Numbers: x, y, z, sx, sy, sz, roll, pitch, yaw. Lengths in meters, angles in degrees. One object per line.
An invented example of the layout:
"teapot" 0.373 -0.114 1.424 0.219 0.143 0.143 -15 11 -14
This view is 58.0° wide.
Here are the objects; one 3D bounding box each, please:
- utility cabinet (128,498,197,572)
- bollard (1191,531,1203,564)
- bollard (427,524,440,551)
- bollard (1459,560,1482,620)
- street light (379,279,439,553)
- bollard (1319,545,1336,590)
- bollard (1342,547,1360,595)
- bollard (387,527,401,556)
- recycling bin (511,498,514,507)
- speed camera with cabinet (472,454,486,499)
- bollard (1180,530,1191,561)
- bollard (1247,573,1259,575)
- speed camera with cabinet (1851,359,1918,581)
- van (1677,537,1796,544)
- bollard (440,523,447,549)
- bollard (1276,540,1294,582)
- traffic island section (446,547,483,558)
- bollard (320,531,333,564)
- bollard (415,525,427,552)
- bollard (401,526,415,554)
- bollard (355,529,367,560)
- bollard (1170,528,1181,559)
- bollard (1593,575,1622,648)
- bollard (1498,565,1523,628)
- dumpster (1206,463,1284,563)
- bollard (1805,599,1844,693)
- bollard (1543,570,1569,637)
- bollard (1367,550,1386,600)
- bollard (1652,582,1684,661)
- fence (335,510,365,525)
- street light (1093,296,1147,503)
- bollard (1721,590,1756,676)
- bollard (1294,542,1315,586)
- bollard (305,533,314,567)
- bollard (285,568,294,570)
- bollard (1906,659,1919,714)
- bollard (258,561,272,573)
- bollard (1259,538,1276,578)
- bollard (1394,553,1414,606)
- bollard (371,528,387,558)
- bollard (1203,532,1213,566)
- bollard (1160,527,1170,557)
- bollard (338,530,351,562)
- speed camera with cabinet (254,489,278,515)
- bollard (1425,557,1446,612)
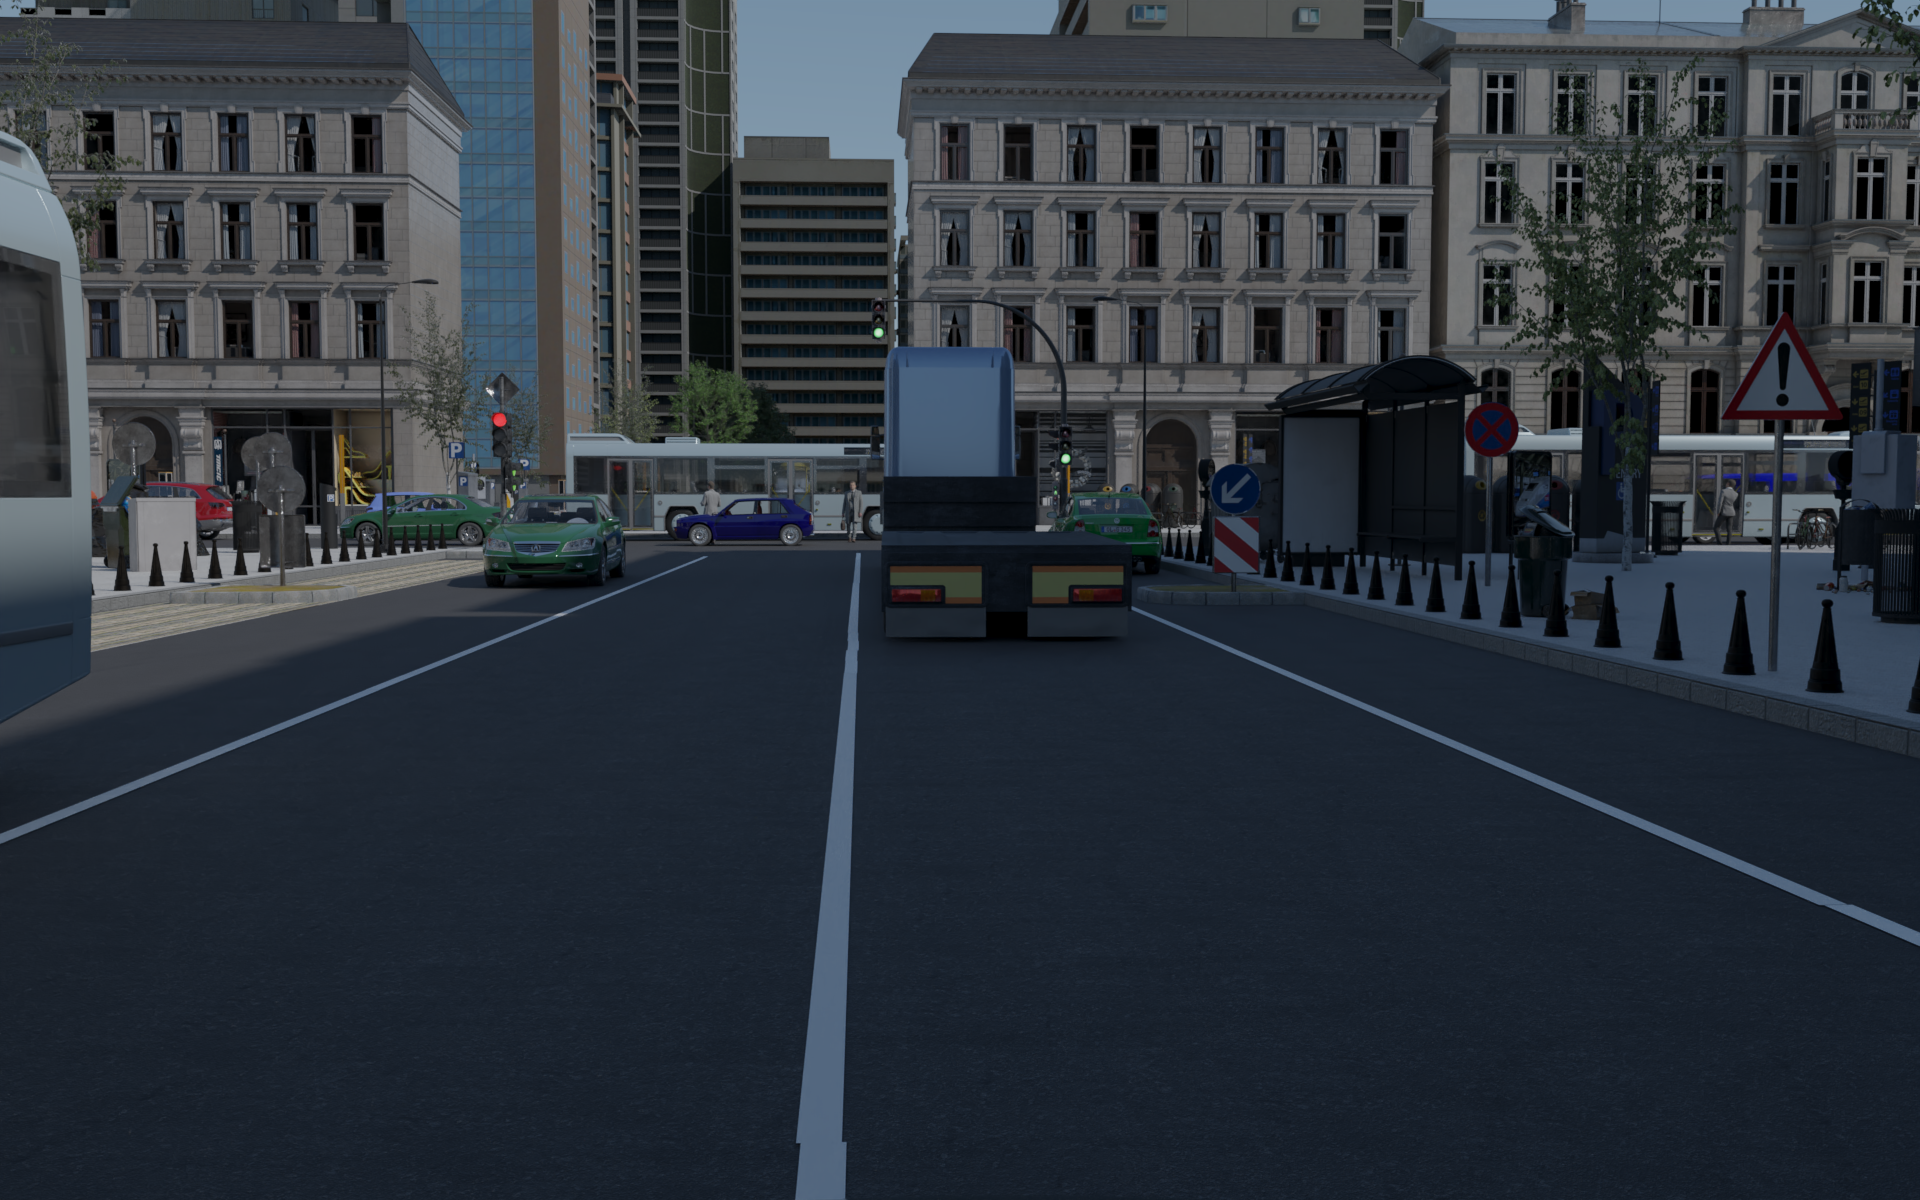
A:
"utility cabinet" -13.319 -1.087 28.936 0.306 1.237 1.020 3 4 38
"bollard" 4.450 -0.976 32.000 0.229 0.601 0.229 0 3 0
"bollard" -12.034 -1.427 39.374 0.229 0.601 0.229 0 3 0
"bollard" 5.249 -0.106 17.777 0.229 0.601 0.229 0 3 0
"street light" -11.929 -3.969 37.441 1.470 5.913 1.316 0 4 -3
"bollard" 4.942 -0.441 23.257 0.229 0.601 0.229 0 3 0
"bollard" 5.004 -0.373 22.147 0.229 0.601 0.229 0 3 0
"bollard" -11.850 -1.227 36.096 0.229 0.601 0.229 0 3 0
"recycling bin" -31.433 -6.614 120.691 0.722 1.027 0.722 3 4 39
"speed camera with cabinet" -24.112 -5.515 84.510 0.660 3.252 2.038 2 4 32
"bollard" 4.388 -1.043 33.097 0.229 0.601 0.229 0 3 0
"bollard" 4.690 -0.710 27.650 0.229 0.601 0.229 0 3 0
"speed camera with cabinet" 13.996 -1.872 24.947 0.660 3.252 2.038 -2 4 -33
"van" 23.124 -2.828 50.622 5.245 2.365 2.240 0 4 -2
"bollard" -12.095 -1.494 40.463 0.229 0.601 0.229 0 3 0
"bollard" 4.819 -0.575 25.442 0.229 0.601 0.229 0 3 0
"traffic island section" -10.572 -1.090 40.109 2.009 0.180 2.903 0 4 -3
"bollard" -11.603 -0.958 31.708 0.229 0.601 0.229 0 3 0
"bollard" -11.978 -1.361 38.287 0.229 0.601 0.229 0 3 0
"bollard" -11.911 -1.293 37.188 0.229 0.601 0.229 0 3 0
"bollard" -11.725 -1.092 33.902 0.229 0.601 0.229 0 3 0
"bollard" 4.322 -1.110 34.189 0.229 0.601 0.229 0 3 0
"bollard" 5.435 0.093 14.515 0.229 0.601 0.229 0 3 0
"bollard" 5.312 -0.040 16.690 0.229 0.601 0.229 0 3 0
"dumpster" 5.445 -1.652 32.772 1.264 1.857 1.865 0 4 -3
"bollard" 5.620 0.294 11.238 0.229 0.601 0.229 0 3 0
"bollard" 5.376 0.027 15.602 0.229 0.601 0.229 0 3 0
"bollard" 5.063 -0.307 21.060 0.229 0.601 0.229 0 3 0
"bollard" 5.495 0.160 13.423 0.229 0.601 0.229 0 3 0
"fence" -22.162 -2.938 63.414 2.069 0.683 0.278 -2 4 -25
"street light" 3.808 -4.174 40.786 1.470 5.913 1.316 0 4 -3
"bollard" 5.555 0.227 12.335 0.229 0.601 0.229 0 3 0
"bollard" 4.881 -0.508 24.345 0.229 0.601 0.229 0 3 0
"bollard" -11.541 -0.892 30.620 0.229 0.601 0.229 0 3 0
"bollard" -11.480 -0.824 29.517 0.229 0.601 0.229 0 3 0
"bollard" 5.683 0.360 10.148 0.229 0.601 0.229 0 3 0
"bollard" -11.417 -0.757 28.412 0.229 0.601 0.229 0 3 0
"bollard" 4.758 -0.642 26.542 0.229 0.601 0.229 0 3 0
"bollard" 5.130 -0.240 19.966 0.229 0.601 0.229 0 3 0
"bollard" -11.789 -1.159 34.998 0.229 0.601 0.229 0 3 0
"bollard" 4.512 -0.910 30.913 0.229 0.601 0.229 0 3 0
"bollard" 4.263 -1.177 35.292 0.229 0.601 0.229 0 3 0
"bollard" -11.662 -1.025 32.795 0.229 0.601 0.229 0 3 0
"speed camera with cabinet" -24.706 -4.164 62.423 0.660 3.252 2.038 0 4 3
"bollard" 5.186 -0.173 18.867 0.229 0.601 0.229 0 3 0
